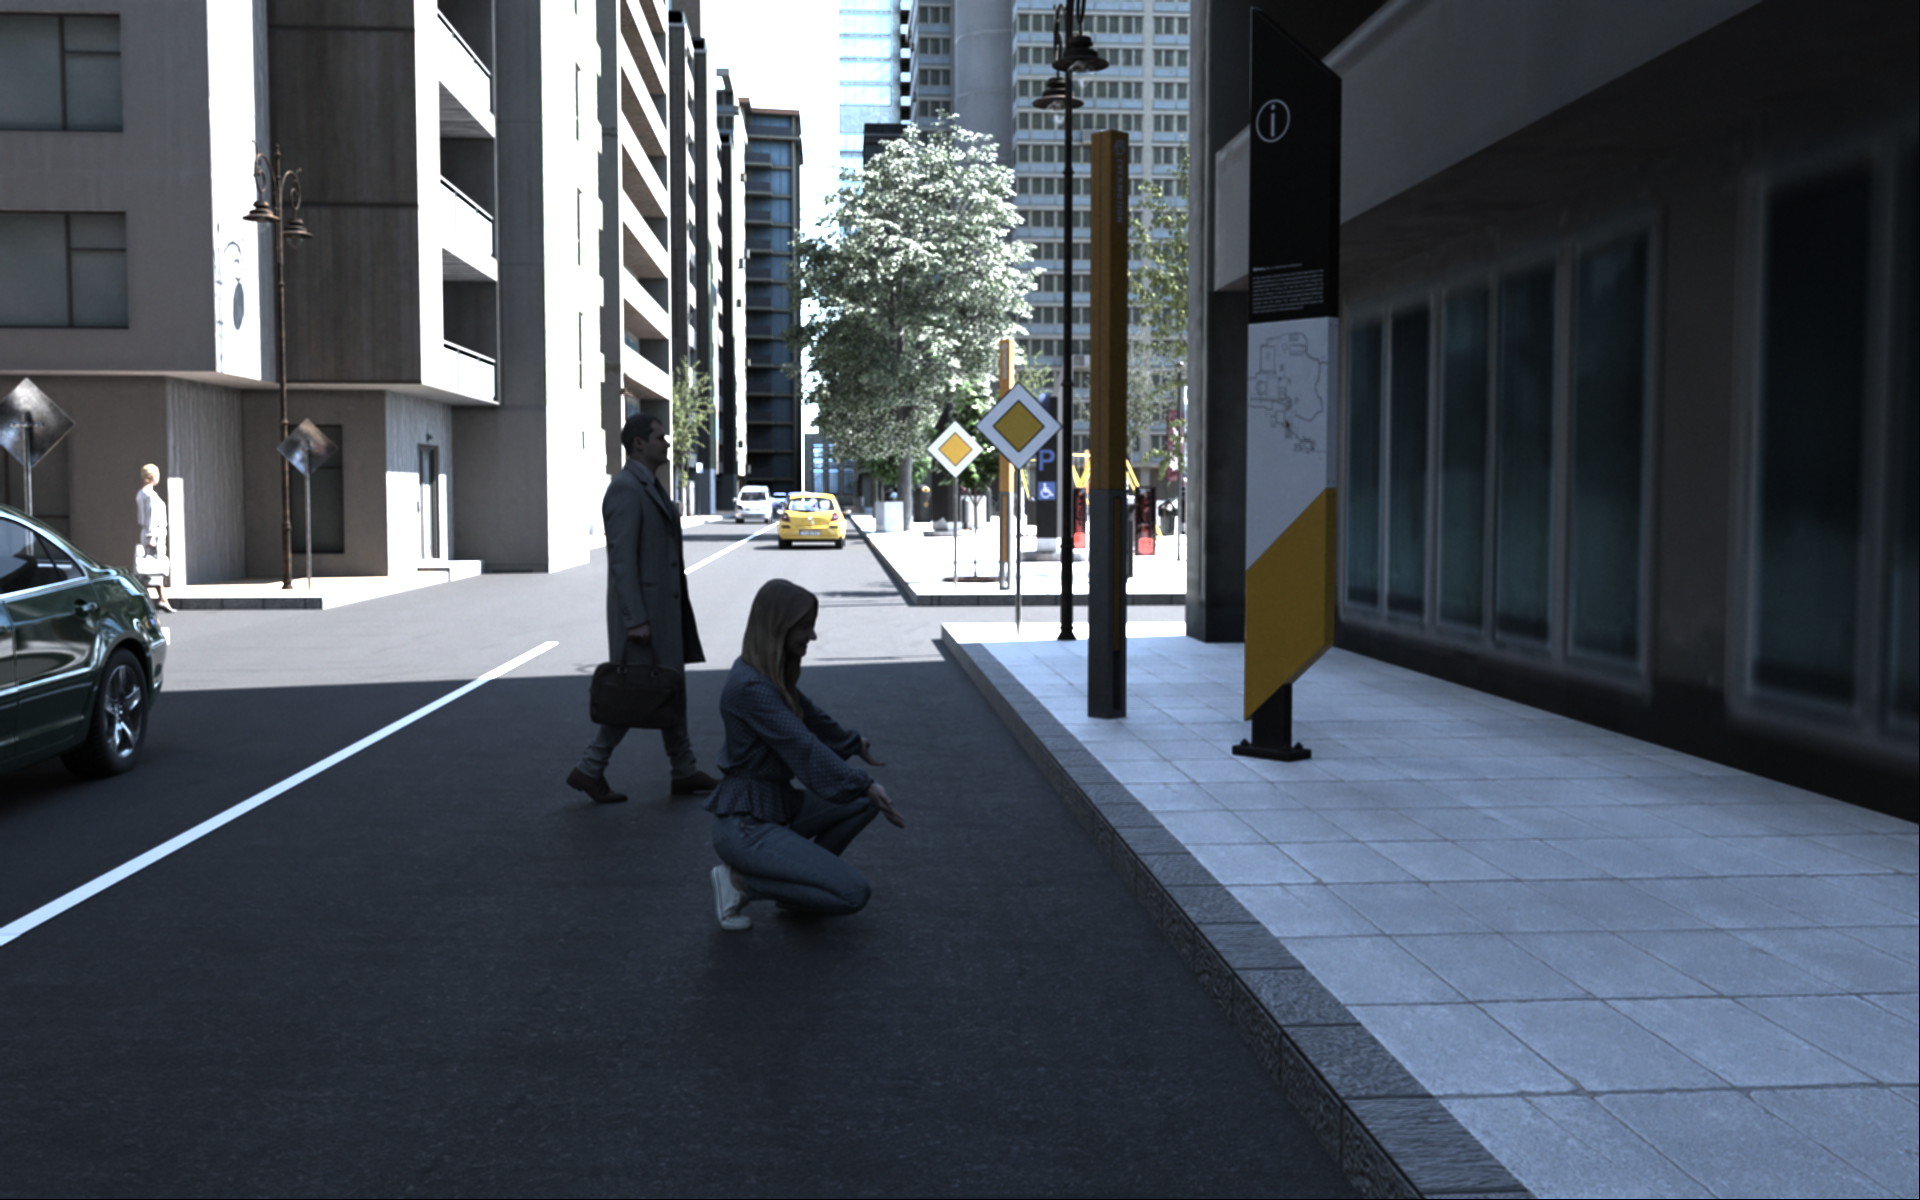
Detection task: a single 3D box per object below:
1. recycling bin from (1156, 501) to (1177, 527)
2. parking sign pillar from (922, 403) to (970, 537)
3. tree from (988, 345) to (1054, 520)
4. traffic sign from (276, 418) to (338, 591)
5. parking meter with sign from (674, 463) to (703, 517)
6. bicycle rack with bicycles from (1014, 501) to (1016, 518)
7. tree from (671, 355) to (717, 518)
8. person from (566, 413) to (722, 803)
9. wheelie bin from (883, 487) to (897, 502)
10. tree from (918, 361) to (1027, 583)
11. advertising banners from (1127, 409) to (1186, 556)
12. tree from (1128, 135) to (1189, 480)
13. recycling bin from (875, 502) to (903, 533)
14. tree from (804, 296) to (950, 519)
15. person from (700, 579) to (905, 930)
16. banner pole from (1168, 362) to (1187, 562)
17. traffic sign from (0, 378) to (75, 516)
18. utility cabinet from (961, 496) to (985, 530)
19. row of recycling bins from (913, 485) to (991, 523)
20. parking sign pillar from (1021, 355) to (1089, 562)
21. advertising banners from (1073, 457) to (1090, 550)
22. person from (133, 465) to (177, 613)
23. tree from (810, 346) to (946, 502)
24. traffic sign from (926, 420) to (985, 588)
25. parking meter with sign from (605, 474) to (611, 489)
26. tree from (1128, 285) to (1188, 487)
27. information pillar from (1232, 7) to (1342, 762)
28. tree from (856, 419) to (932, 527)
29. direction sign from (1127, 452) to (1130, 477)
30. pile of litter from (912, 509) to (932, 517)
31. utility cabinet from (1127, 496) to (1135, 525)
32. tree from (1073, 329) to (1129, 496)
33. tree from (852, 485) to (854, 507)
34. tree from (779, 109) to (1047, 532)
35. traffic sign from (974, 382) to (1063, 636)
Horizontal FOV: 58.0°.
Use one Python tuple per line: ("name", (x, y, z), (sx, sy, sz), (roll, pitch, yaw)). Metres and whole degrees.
("recycling bin", (7.868, -3.303, 66.558), (0.722, 1.027, 0.722), (2, 4, 30))
("parking sign pillar", (-0.414, -3.870, 51.749), (1.447, 3.967, 1.447), (-1, 4, -23))
("tree", (2.838, -8.219, 84.737), (4.737, 8.622, 4.395), (0, 3, 0))
("traffic sign", (-8.638, -1.180, 22.942), (0.795, 2.450, 0.064), (0, 4, -4))
("parking meter with sign", (-15.310, -6.183, 97.360), (1.738, 3.016, 0.543), (2, 4, 32))
("bicycle rack with bicycles", (3.381, -4.834, 92.415), (2.852, 0.926, 2.925), (2, 4, 30))
("tree", (-14.751, -8.597, 90.926), (4.737, 8.622, 4.395), (0, 3, 0))
("person", (-1.452, 0.029, 8.131), (0.767, 1.812, 0.694), (0, 4, -1))
("wheelie bin", (-3.153, -4.451, 80.678), (0.980, 1.594, 0.693), (3, 5, 43))
("tree", (0.117, -1.886, 25.437), (1.663, 3.219, 1.824), (0, 3, 0))
("advertising banners", (3.795, -2.416, 35.684), (2.074, 3.025, 0.090), (-1, 4, -20))
("tree", (4.521, -4.764, 28.247), (4.737, 8.622, 4.395), (0, 3, 0))
("recycling bin", (-2.376, -2.770, 57.840), (0.722, 1.027, 0.722), (-2, 4, -30))
("tree", (-4.290, -10.034, 89.809), (9.928, 11.665, 9.643), (0, 3, 0))
("person", (-0.478, 0.497, 5.880), (0.738, 1.151, 1.012), (0, 4, 7))
("banner pole", (4.303, -2.636, 33.118), (0.401, 3.779, 0.863), (2, 4, 34))
("traffic sign", (-8.050, -0.693, 14.979), (0.795, 2.450, 0.064), (0, 4, -4))
("utility cabinet", (0.392, -3.118, 62.144), (1.020, 1.237, 0.306), (0, 4, 7))
("row of recycling bins", (-0.355, -4.288, 77.214), (3.534, 1.692, 1.069), (0, 4, 2))
("parking sign pillar", (1.810, -2.727, 33.064), (1.447, 3.967, 1.447), (1, 4, 17))
("advertising banners", (2.723, -2.683, 40.055), (2.074, 3.025, 0.090), (-3, 5, -40))
("person", (-9.698, -0.723, 20.672), (0.624, 1.780, 0.694), (-2, 4, -29))
("tree", (-4.485, -10.106, 99.649), (8.767, 10.594, 7.601), (-2, 4, -24))
("traffic sign", (-0.065, -1.218, 23.553), (0.795, 2.450, 0.064), (0, 4, -4))
("parking meter with sign", (-13.192, -4.137, 63.907), (0.543, 3.016, 1.738), (1, 4, 19))
("tree", (8.275, -6.608, 58.396), (4.360, 8.622, 3.978), (0, 3, 0))
("information pillar", (1.578, -1.036, 8.297), (0.183, 3.616, 0.504), (-3, 5, -42))
("tree", (-2.335, -5.140, 67.757), (4.285, 4.588, 4.351), (0, 3, 0))
("direction sign", (9.022, -6.232, 93.892), (0.379, 3.537, 0.876), (-1, 4, -19))
("pile of litter", (-1.845, -5.166, 98.429), (1.719, 0.858, 1.176), (3, 4, 36))
("utility cabinet", (4.352, -2.149, 46.296), (1.020, 1.237, 0.306), (-2, 4, -24))
("tree", (6.923, -7.487, 72.771), (4.360, 8.622, 3.978), (0, 3, 0))
("tree", (-10.378, -11.095, 176.003), (1.663, 3.219, 1.824), (0, 3, 0))
("tree", (-1.961, -9.304, 58.782), (9.857, 13.997, 8.962), (0, 3, 0))
("traffic sign", (0.523, -0.731, 15.589), (0.795, 2.450, 0.064), (0, 4, -4))
